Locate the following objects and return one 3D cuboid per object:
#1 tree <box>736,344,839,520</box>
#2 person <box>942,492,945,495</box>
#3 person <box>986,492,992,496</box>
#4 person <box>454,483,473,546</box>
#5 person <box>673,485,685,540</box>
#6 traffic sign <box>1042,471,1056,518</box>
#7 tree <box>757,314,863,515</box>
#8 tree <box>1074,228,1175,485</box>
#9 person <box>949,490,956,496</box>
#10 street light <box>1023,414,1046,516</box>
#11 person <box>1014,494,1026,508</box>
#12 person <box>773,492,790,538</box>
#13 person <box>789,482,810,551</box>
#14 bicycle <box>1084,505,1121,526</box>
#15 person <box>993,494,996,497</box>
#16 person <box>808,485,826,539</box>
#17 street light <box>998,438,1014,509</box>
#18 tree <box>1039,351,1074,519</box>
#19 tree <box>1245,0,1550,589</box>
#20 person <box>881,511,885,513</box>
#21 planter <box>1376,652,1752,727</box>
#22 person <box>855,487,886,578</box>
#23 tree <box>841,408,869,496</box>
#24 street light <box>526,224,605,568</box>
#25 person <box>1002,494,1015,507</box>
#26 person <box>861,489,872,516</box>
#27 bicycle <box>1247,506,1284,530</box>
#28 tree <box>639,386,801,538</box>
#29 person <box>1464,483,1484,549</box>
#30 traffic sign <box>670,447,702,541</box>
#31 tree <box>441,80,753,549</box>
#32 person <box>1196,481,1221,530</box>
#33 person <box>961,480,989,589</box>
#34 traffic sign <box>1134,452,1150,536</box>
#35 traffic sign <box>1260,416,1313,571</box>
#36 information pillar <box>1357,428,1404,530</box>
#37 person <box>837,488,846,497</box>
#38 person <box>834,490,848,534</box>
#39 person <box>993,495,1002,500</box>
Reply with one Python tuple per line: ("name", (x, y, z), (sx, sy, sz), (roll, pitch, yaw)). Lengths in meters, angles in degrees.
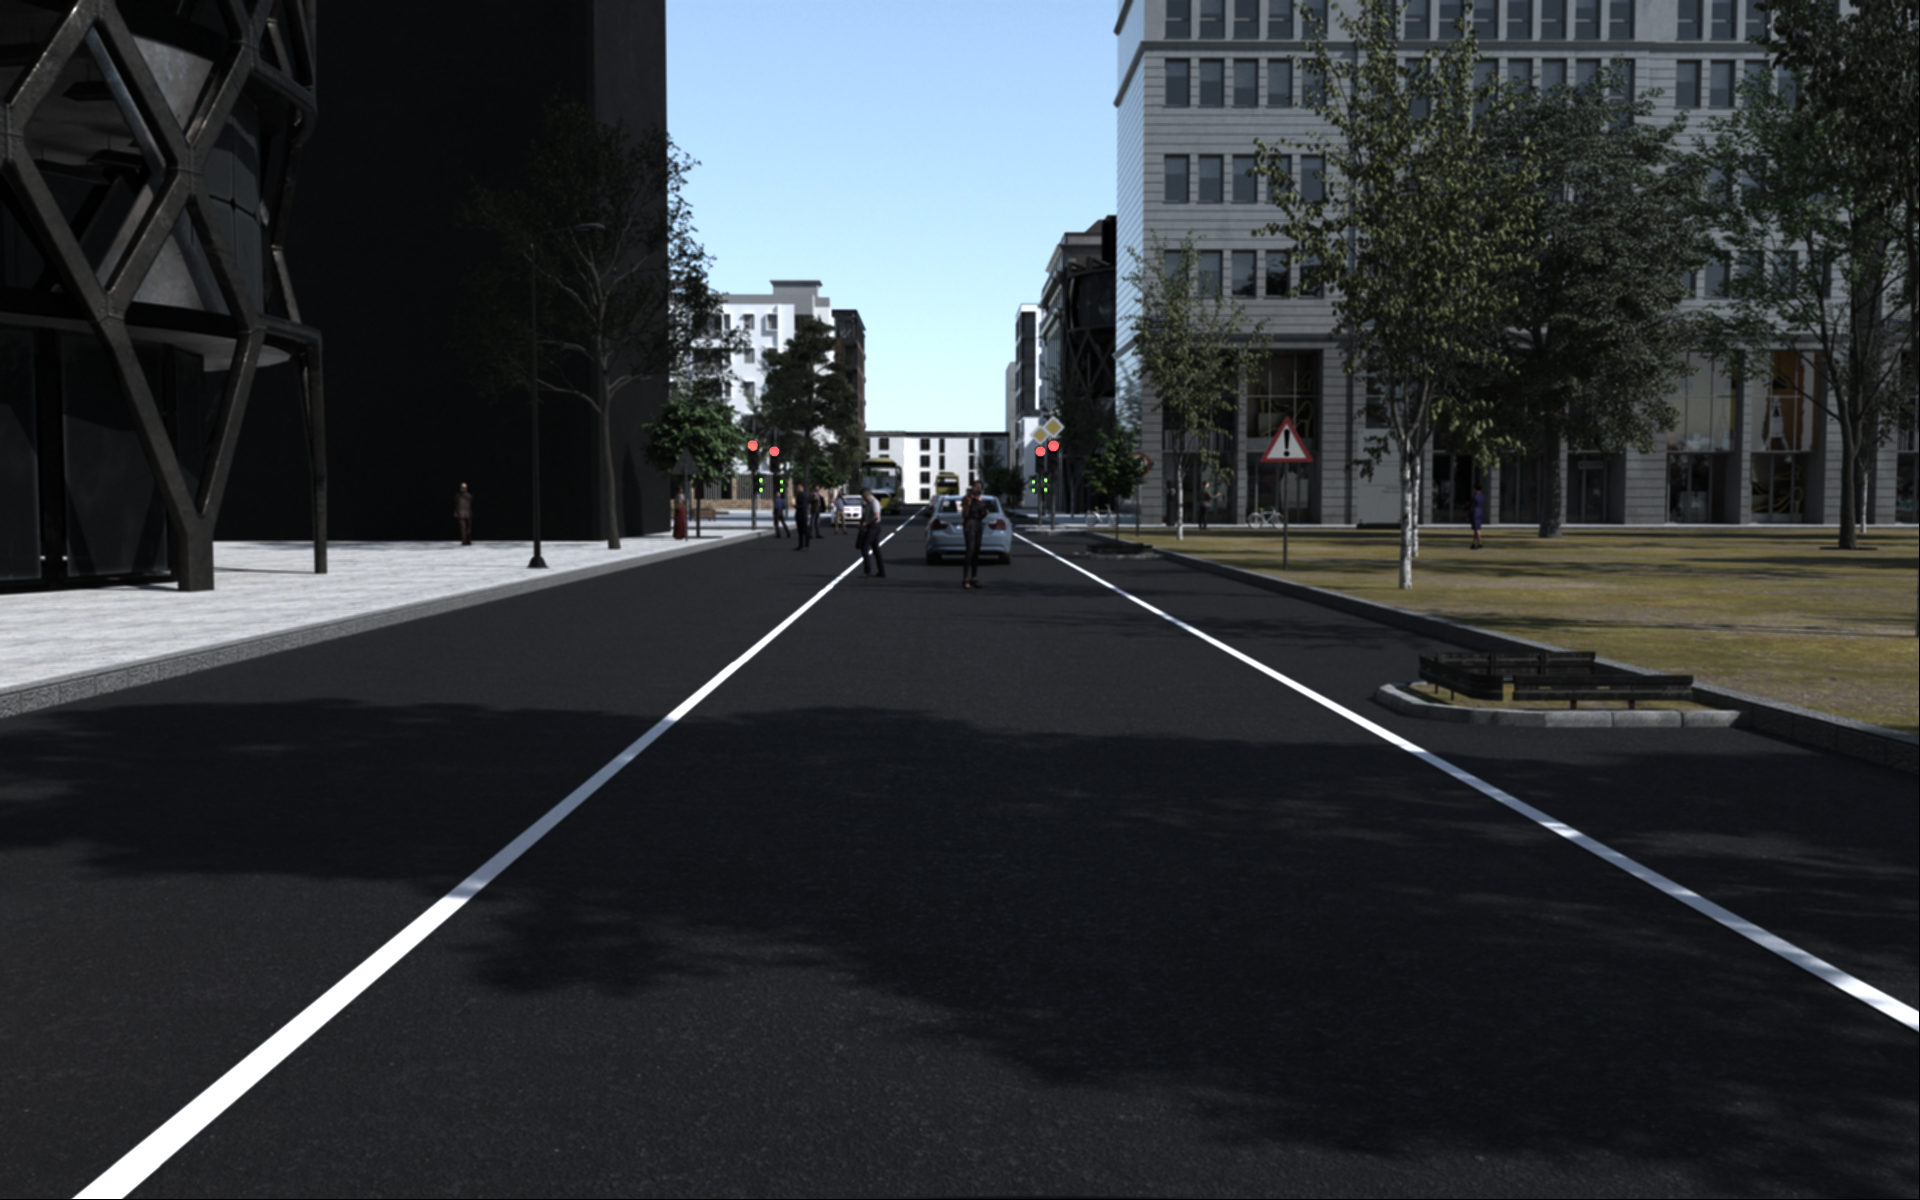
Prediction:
("tree", (-8.681, -8.178, 84.065), (4.737, 8.622, 4.395), (0, 3, 0))
("person", (-1.147, -6.597, 118.574), (0.429, 1.552, 0.499), (2, 4, 34))
("person", (2.405, -8.190, 143.331), (0.541, 1.710, 0.530), (-1, 4, -12))
("person", (-12.391, -2.133, 43.185), (0.482, 1.546, 0.388), (-2, 4, -29))
("person", (-7.886, -2.458, 48.699), (0.387, 1.526, 0.523), (-2, 4, -33))
("traffic sign", (4.853, -5.761, 94.293), (0.768, 2.556, 0.104), (1, 4, 9))
("tree", (-9.260, -11.158, 104.486), (6.751, 12.117, 7.091), (0, 3, 0))
("tree", (6.277, -5.972, 47.998), (4.737, 8.622, 4.395), (0, 3, 0))
("person", (-0.314, -4.862, 89.455), (0.593, 1.643, 0.415), (-1, 4, -20))
("street light", (4.334, -7.839, 100.711), (1.470, 5.913, 1.316), (0, 4, -1))
("person", (5.323, -9.038, 154.537), (1.217, 1.743, 0.721), (1, 4, 18))
("person", (-5.922, -2.800, 56.981), (0.574, 1.496, 0.600), (-1, 4, -20))
("person", (-4.078, -2.122, 43.893), (0.504, 1.737, 0.576), (-3, 4, -39))
("bicycle", (5.644, -3.413, 69.025), (1.543, 0.972, 0.635), (1, 4, 17))
("person", (4.036, -12.231, 206.552), (0.750, 1.759, 0.617), (2, 4, 24))
("person", (-4.609, -2.843, 55.810), (0.431, 1.722, 0.655), (2, 4, 34))
("street light", (3.864, -10.521, 144.564), (1.470, 5.913, 1.316), (0, 4, -1))
("tree", (5.856, -8.461, 88.697), (4.737, 8.622, 4.395), (0, 3, 0))
("tree", (5.933, -4.442, 22.983), (4.737, 8.622, 4.395), (0, 3, 0))
("person", (-5.815, -7.312, 130.015), (0.435, 1.587, 0.963), (3, 5, 39))
("planter", (3.885, 0.581, 11.636), (1.991, 0.319, 1.994), (0, 4, -1))
("person", (-1.528, -1.160, 29.681), (0.590, 1.554, 0.614), (-1, 4, -18))
("tree", (-9.022, -11.480, 138.053), (4.737, 8.622, 4.395), (0, 3, 0))
("street light", (-6.795, -3.507, 29.889), (1.470, 5.913, 1.316), (0, 4, -1))
("person", (4.886, -10.308, 174.569), (1.348, 1.826, 0.705), (-1, 4, -15))
("person", (-3.174, -3.088, 60.699), (0.593, 1.614, 0.444), (-1, 4, -9))
("bicycle", (11.009, -2.996, 62.211), (1.543, 0.972, 0.635), (-1, 4, -12))
("tree", (-7.610, -4.085, 50.510), (4.285, 4.588, 4.351), (0, 3, 0))
("person", (11.885, -1.944, 40.203), (0.546, 1.535, 0.453), (3, 4, 37))
("traffic sign", (-7.488, -2.897, 47.364), (0.884, 2.594, 0.081), (0, 4, 2))
("tree", (-8.378, -6.453, 39.915), (7.601, 10.594, 8.767), (-1, 4, -11))
("person", (8.886, -3.384, 61.908), (0.750, 1.759, 0.617), (-1, 4, -20))
("person", (0.229, -0.995, 26.236), (0.415, 1.643, 0.593), (0, 4, 2))
("traffic sign", (5.391, -3.205, 52.500), (0.768, 2.556, 0.104), (0, 4, 2))
("traffic sign", (5.456, -1.773, 28.989), (0.884, 2.594, 0.081), (0, 4, 2))
("information pillar", (15.127, -4.339, 62.251), (1.656, 3.620, 0.184), (1, 4, 14))
("person", (-6.253, -5.024, 91.343), (0.576, 1.737, 0.504), (0, 4, -7))
("person", (-4.269, -3.144, 61.971), (0.516, 1.574, 0.319), (-1, 4, -15))
("person", (4.457, -12.287, 207.621), (1.217, 1.739, 0.721), (-1, 4, -19))
